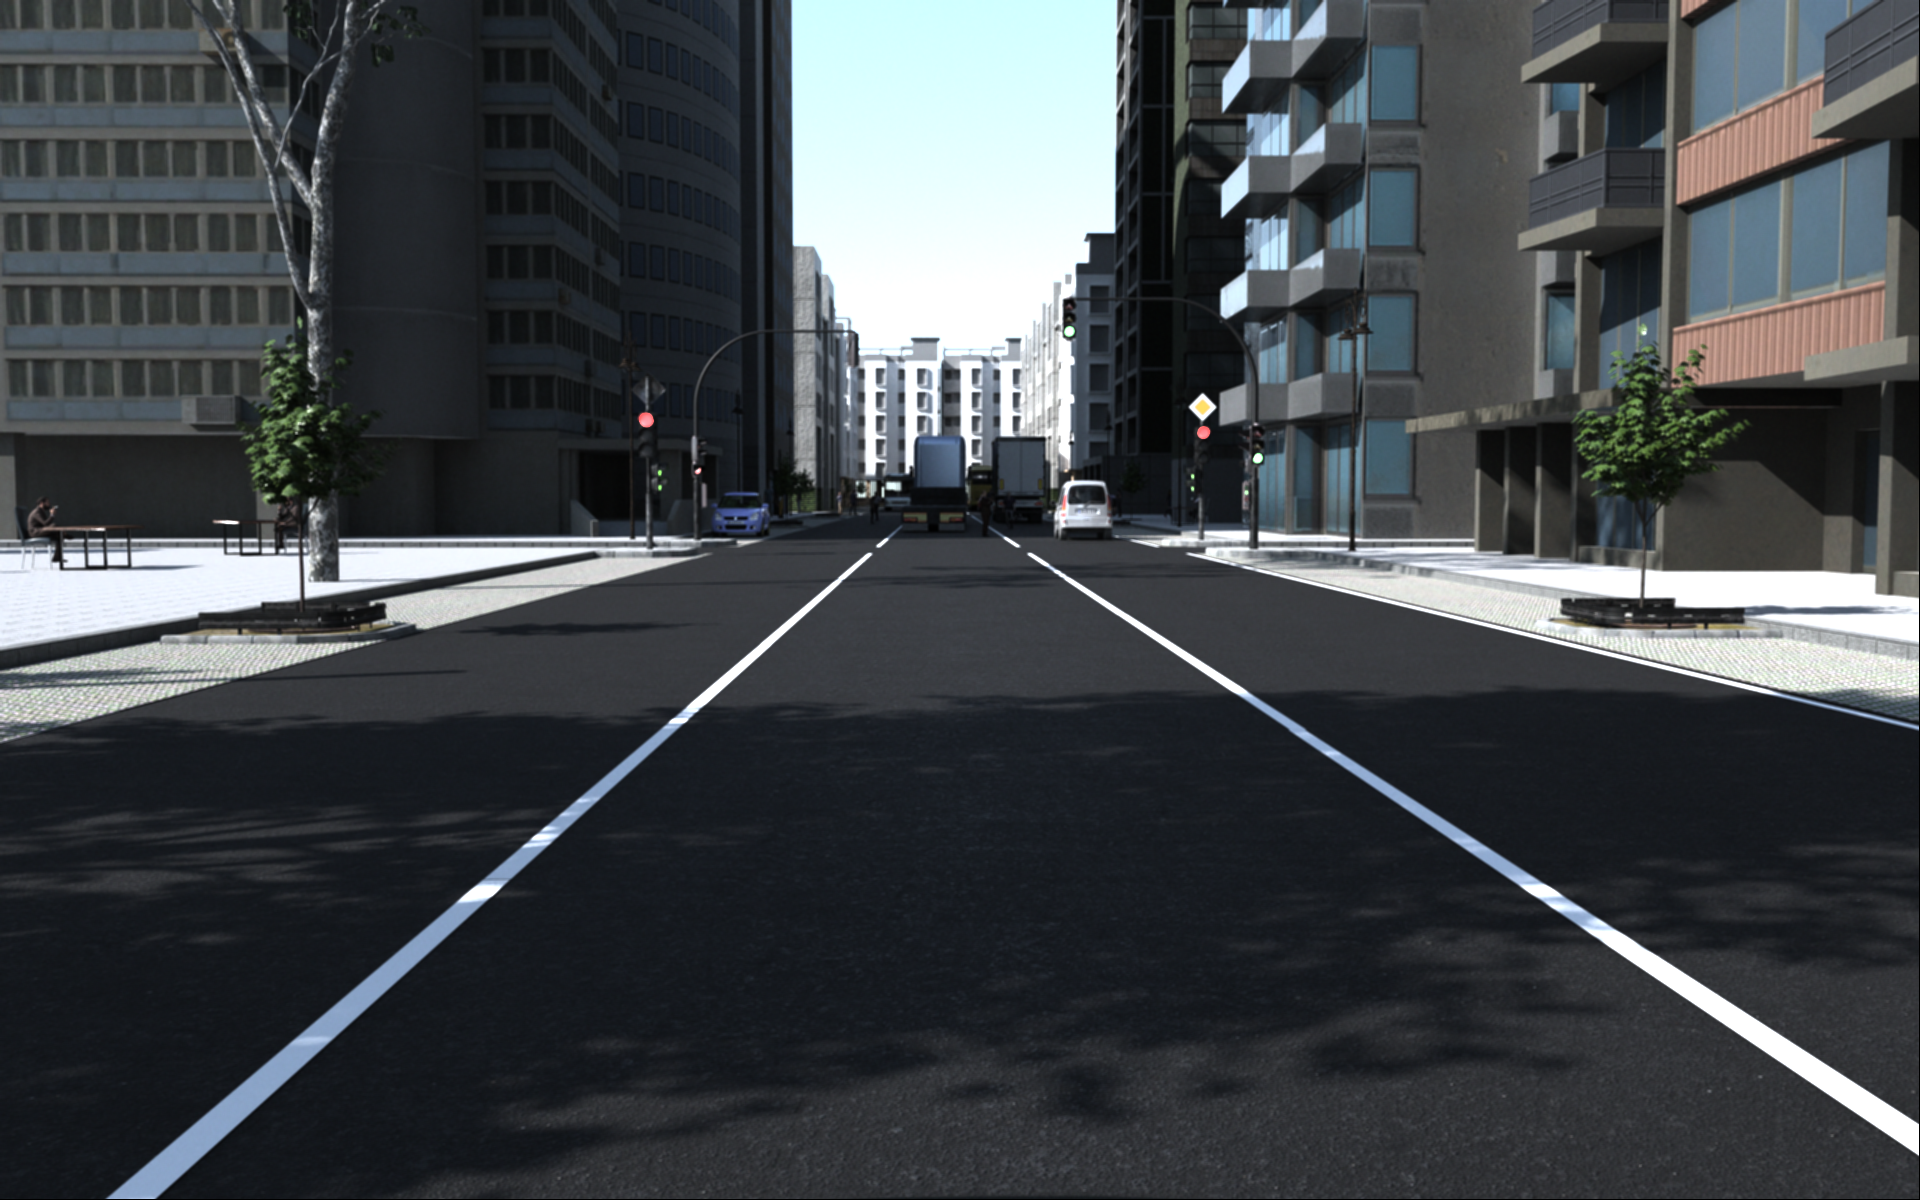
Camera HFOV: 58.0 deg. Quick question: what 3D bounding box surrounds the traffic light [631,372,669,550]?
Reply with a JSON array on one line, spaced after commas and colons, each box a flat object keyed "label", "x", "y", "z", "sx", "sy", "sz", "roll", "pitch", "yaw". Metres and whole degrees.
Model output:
[{"label": "traffic light", "x": -7.171, "y": -3.125, "z": 40.020, "sx": 0.839, "sy": 4.253, "sz": 0.868, "roll": 0, "pitch": 4, "yaw": -1}]

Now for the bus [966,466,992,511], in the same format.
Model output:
[{"label": "bus", "x": 1.991, "y": -9.641, "z": 149.177, "sx": 2.896, "sy": 3.916, "sz": 12.252, "roll": 0, "pitch": 4, "yaw": -1}]

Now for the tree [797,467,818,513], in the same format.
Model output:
[{"label": "tree", "x": -10.803, "y": -7.630, "z": 119.352, "sx": 1.663, "sy": 3.219, "sz": 1.824, "roll": 0, "pitch": 3, "yaw": 0}]

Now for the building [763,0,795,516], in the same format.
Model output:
[{"label": "building", "x": -17.733, "y": -27.882, "z": 105.980, "sx": 14.600, "sy": 45.320, "sz": 14.200, "roll": 0, "pitch": 4, "yaw": -1}]

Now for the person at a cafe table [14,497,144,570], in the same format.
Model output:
[{"label": "person at a cafe table", "x": -15.191, "y": -1.150, "z": 29.663, "sx": 1.726, "sy": 1.238, "sz": 1.698, "roll": 0, "pitch": 4, "yaw": -5}]

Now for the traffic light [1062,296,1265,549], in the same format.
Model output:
[{"label": "traffic light", "x": 4.718, "y": -3.998, "z": 40.042, "sx": 4.771, "sy": 5.953, "sz": 1.251, "roll": 0, "pitch": 4, "yaw": -1}]

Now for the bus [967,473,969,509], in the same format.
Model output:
[{"label": "bus", "x": 1.933, "y": -10.422, "z": 161.938, "sx": 2.896, "sy": 3.916, "sz": 12.252, "roll": 0, "pitch": 4, "yaw": 0}]

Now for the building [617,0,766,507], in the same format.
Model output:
[{"label": "building", "x": -21.534, "y": -33.172, "z": 84.362, "sx": 21.231, "sy": 58.520, "sz": 28.212, "roll": 0, "pitch": 4, "yaw": -1}]

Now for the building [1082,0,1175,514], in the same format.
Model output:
[{"label": "building", "x": 19.113, "y": -41.200, "z": 111.864, "sx": 20.563, "sy": 71.187, "sz": 20.611, "roll": 0, "pitch": 4, "yaw": -1}]

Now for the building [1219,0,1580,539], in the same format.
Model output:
[{"label": "building", "x": 24.028, "y": -26.771, "z": 57.321, "sx": 30.456, "sy": 49.044, "sz": 23.786, "roll": 0, "pitch": 4, "yaw": -1}]

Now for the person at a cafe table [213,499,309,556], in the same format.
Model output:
[{"label": "person at a cafe table", "x": -14.663, "y": -1.580, "z": 36.697, "sx": 1.726, "sy": 1.238, "sz": 1.698, "roll": -3, "pitch": 5, "yaw": -40}]

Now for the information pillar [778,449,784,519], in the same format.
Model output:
[{"label": "information pillar", "x": -9.361, "y": -6.074, "z": 90.669, "sx": 0.183, "sy": 3.616, "sz": 0.504, "roll": 1, "pitch": 4, "yaw": 11}]

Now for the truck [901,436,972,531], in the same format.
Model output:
[{"label": "truck", "x": -0.960, "y": -5.168, "z": 74.252, "sx": 2.967, "sy": 4.110, "sz": 18.799, "roll": 0, "pitch": 4, "yaw": 0}]

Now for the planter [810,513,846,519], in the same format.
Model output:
[{"label": "planter", "x": -7.628, "y": -4.845, "z": 100.352, "sx": 1.991, "sy": 0.319, "sz": 1.994, "roll": 0, "pitch": 4, "yaw": -1}]

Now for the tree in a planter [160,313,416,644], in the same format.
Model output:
[{"label": "tree in a planter", "x": -6.610, "y": -1.229, "z": 17.311, "sx": 1.991, "sy": 3.239, "sz": 1.994, "roll": 0, "pitch": 4, "yaw": -1}]

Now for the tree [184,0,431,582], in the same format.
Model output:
[{"label": "tree", "x": -10.364, "y": -10.398, "z": 25.895, "sx": 12.611, "sy": 20.169, "sz": 13.585, "roll": 0, "pitch": 3, "yaw": 0}]

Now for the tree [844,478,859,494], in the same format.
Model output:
[{"label": "tree", "x": -11.876, "y": -11.380, "z": 180.668, "sx": 1.663, "sy": 3.219, "sz": 1.824, "roll": 0, "pitch": 3, "yaw": 0}]

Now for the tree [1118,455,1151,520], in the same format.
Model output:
[{"label": "tree", "x": 8.608, "y": -5.564, "z": 85.567, "sx": 1.663, "sy": 3.219, "sz": 1.824, "roll": 0, "pitch": 3, "yaw": 0}]

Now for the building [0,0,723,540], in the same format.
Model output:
[{"label": "building", "x": -24.960, "y": -22.415, "z": 58.362, "sx": 32.217, "sy": 40.220, "sz": 23.993, "roll": 0, "pitch": 4, "yaw": -1}]

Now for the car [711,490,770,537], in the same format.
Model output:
[{"label": "car", "x": -7.349, "y": -2.971, "z": 58.168, "sx": 1.945, "sy": 1.707, "sz": 3.694, "roll": 0, "pitch": 4, "yaw": -2}]

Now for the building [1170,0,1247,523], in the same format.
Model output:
[{"label": "building", "x": 16.926, "y": -19.021, "z": 82.691, "sx": 14.160, "sy": 30.474, "sz": 14.107, "roll": 0, "pitch": 4, "yaw": -1}]

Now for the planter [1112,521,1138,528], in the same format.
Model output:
[{"label": "planter", "x": 6.435, "y": -3.196, "z": 73.393, "sx": 1.991, "sy": 0.319, "sz": 1.994, "roll": 0, "pitch": 4, "yaw": -1}]

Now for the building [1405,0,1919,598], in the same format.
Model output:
[{"label": "building", "x": 21.294, "y": -22.655, "z": 25.026, "sx": 22.147, "sy": 44.769, "sz": 28.867, "roll": 0, "pitch": 4, "yaw": -1}]

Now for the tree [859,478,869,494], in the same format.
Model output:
[{"label": "tree", "x": -11.355, "y": -12.609, "z": 200.754, "sx": 1.663, "sy": 3.219, "sz": 1.824, "roll": 0, "pitch": 3, "yaw": 0}]

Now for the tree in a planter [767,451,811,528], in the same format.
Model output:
[{"label": "tree in a planter", "x": -7.291, "y": -4.616, "z": 72.696, "sx": 1.991, "sy": 3.239, "sz": 1.994, "roll": 0, "pitch": 4, "yaw": -1}]

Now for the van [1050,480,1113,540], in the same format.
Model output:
[{"label": "van", "x": 3.907, "y": -2.950, "z": 55.236, "sx": 2.013, "sy": 2.044, "sz": 4.112, "roll": 0, "pitch": 3, "yaw": 0}]

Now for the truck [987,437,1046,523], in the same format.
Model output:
[{"label": "truck", "x": 2.939, "y": -6.188, "z": 90.083, "sx": 2.839, "sy": 4.237, "sz": 11.283, "roll": 0, "pitch": 4, "yaw": 0}]

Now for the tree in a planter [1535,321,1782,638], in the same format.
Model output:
[{"label": "tree in a planter", "x": 7.120, "y": -1.269, "z": 17.976, "sx": 1.991, "sy": 3.239, "sz": 1.994, "roll": 0, "pitch": 4, "yaw": -1}]

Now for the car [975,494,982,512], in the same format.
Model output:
[{"label": "car", "x": 2.317, "y": -7.888, "z": 138.007, "sx": 2.155, "sy": 1.783, "sz": 4.494, "roll": 0, "pitch": 4, "yaw": -1}]

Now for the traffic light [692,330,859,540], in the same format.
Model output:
[{"label": "traffic light", "x": -5.180, "y": -4.489, "z": 48.066, "sx": 4.771, "sy": 5.953, "sz": 1.251, "roll": 0, "pitch": 4, "yaw": -1}]

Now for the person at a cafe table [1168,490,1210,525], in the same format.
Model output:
[{"label": "person at a cafe table", "x": 9.607, "y": -3.905, "z": 72.355, "sx": 1.622, "sy": 1.524, "sz": 1.698, "roll": 0, "pitch": 4, "yaw": -2}]

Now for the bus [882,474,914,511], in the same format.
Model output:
[{"label": "bus", "x": -5.323, "y": -9.521, "z": 150.520, "sx": 2.948, "sy": 3.499, "sz": 13.247, "roll": 0, "pitch": 4, "yaw": -3}]

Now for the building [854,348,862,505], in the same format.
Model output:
[{"label": "building", "x": -17.126, "y": -20.457, "z": 190.895, "sx": 11.380, "sy": 20.091, "sz": 16.016, "roll": 0, "pitch": 4, "yaw": -1}]

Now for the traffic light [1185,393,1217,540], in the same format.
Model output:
[{"label": "traffic light", "x": 6.710, "y": -3.625, "z": 48.193, "sx": 0.839, "sy": 4.253, "sz": 0.868, "roll": 0, "pitch": 4, "yaw": -1}]

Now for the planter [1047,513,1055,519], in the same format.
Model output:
[{"label": "planter", "x": 6.095, "y": -4.895, "z": 101.168, "sx": 1.991, "sy": 0.319, "sz": 1.994, "roll": 0, "pitch": 4, "yaw": -1}]
